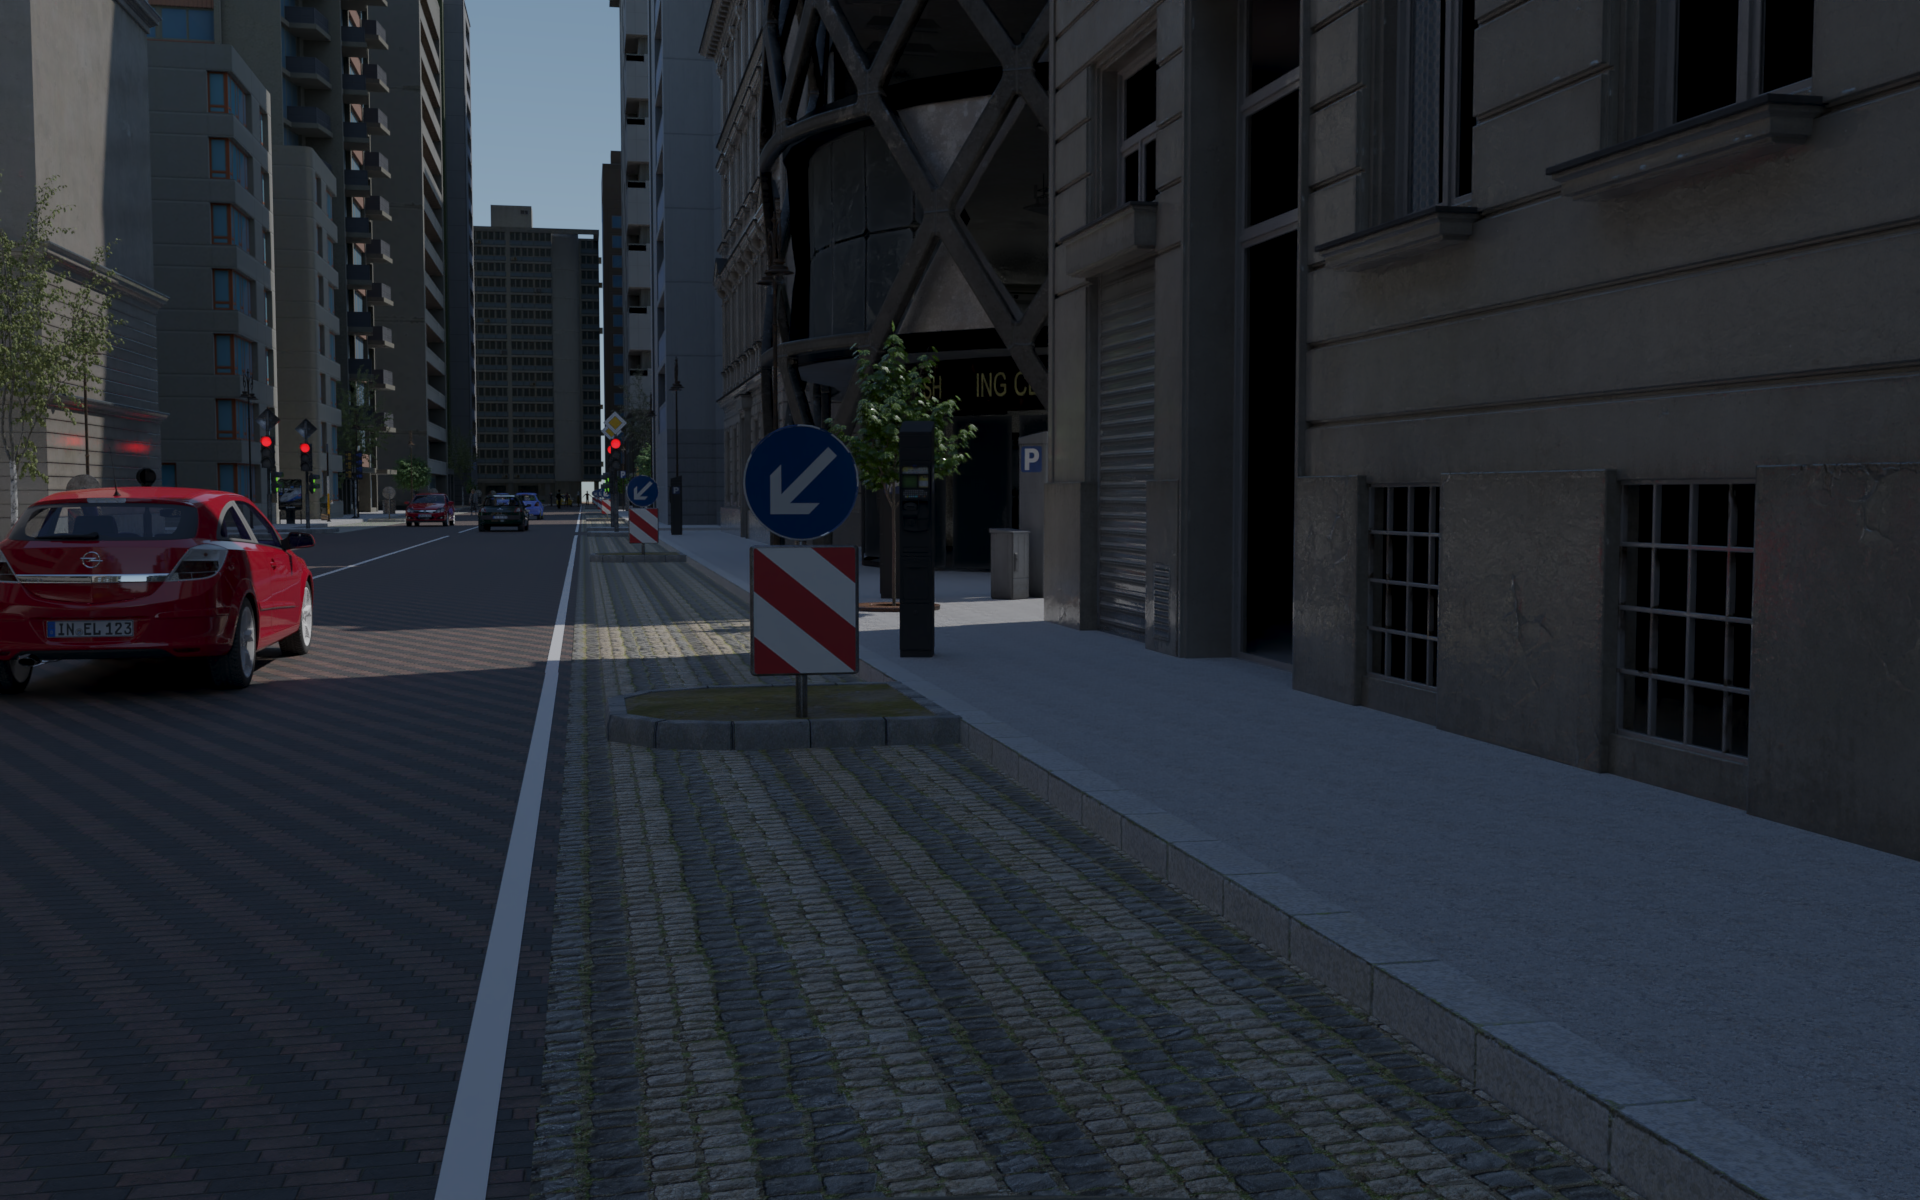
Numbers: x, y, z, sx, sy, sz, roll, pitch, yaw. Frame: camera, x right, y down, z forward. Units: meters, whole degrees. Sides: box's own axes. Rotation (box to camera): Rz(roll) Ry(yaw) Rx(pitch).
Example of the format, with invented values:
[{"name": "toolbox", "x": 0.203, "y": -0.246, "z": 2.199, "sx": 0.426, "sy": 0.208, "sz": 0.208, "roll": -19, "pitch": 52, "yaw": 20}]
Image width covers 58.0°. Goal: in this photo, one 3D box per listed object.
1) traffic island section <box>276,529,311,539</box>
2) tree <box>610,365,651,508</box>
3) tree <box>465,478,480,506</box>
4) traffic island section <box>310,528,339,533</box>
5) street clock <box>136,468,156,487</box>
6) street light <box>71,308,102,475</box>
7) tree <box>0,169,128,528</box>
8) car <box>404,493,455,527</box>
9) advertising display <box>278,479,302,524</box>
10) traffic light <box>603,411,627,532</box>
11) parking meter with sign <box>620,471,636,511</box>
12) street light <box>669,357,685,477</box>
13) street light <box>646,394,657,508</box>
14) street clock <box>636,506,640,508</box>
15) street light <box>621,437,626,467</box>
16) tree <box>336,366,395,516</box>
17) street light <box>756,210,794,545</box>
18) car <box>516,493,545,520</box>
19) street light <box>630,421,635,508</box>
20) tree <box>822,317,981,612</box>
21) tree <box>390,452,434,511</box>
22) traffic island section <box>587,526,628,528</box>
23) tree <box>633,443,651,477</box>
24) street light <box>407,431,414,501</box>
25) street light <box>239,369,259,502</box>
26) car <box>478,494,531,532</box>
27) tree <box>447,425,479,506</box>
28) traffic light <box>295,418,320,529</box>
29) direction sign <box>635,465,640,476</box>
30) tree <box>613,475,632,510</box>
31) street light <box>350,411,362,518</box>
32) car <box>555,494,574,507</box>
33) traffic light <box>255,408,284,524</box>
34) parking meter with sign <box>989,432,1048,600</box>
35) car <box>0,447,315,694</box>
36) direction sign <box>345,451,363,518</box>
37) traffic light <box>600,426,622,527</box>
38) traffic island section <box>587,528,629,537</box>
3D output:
[{"name": "traffic island section", "x": -22.546, "y": -2.096, "z": 56.548, "sx": 2.009, "sy": 0.180, "sz": 2.903, "roll": -1, "pitch": 4, "yaw": -12}, {"name": "tree", "x": -17.866, "y": -9.133, "z": 99.689, "sx": 4.360, "sy": 8.622, "sz": 3.978, "roll": 0, "pitch": 3, "yaw": 0}, {"name": "tree", "x": -53.542, "y": -11.908, "z": 189.295, "sx": 1.663, "sy": 3.219, "sz": 1.824, "roll": 0, "pitch": 3, "yaw": 0}, {"name": "traffic island section", "x": -24.243, "y": -2.573, "z": 64.352, "sx": 2.009, "sy": 0.180, "sz": 2.903, "roll": -1, "pitch": 4, "yaw": -12}, {"name": "street clock", "x": -22.867, "y": -2.700, "z": 48.714, "sx": 0.358, "sy": 2.002, "sz": 0.471, "roll": 3, "pitch": 5, "yaw": 42}, {"name": "street light", "x": -21.740, "y": -4.300, "z": 43.098, "sx": 0.468, "sy": 5.910, "sz": 1.993, "roll": -1, "pitch": 4, "yaw": -12}, {"name": "tree", "x": -21.261, "y": -5.436, "z": 39.233, "sx": 4.737, "sy": 8.622, "sz": 4.395, "roll": 0, "pitch": 3, "yaw": 0}, {"name": "car", "x": -23.824, "y": -4.212, "z": 77.913, "sx": 2.155, "sy": 1.783, "sz": 4.494, "roll": -1, "pitch": 4, "yaw": -11}, {"name": "advertising display", "x": -28.797, "y": -4.236, "z": 74.466, "sx": 0.974, "sy": 1.923, "sz": 0.123, "roll": -1, "pitch": 4, "yaw": -22}, {"name": "traffic light", "x": -11.699, "y": -4.273, "z": 58.780, "sx": 0.839, "sy": 4.253, "sz": 0.868, "roll": -1, "pitch": 4, "yaw": -12}, {"name": "parking meter with sign", "x": -24.959, "y": -8.243, "z": 131.031, "sx": 0.543, "sy": 3.016, "sz": 1.738, "roll": 2, "pitch": 4, "yaw": 25}, {"name": "street light", "x": -9.526, "y": -5.230, "z": 58.291, "sx": 0.468, "sy": 5.910, "sz": 1.993, "roll": -1, "pitch": 4, "yaw": -12}, {"name": "street light", "x": -14.009, "y": -6.477, "z": 78.682, "sx": 0.468, "sy": 5.910, "sz": 1.993, "roll": -1, "pitch": 4, "yaw": -12}, {"name": "street clock", "x": -19.552, "y": -6.150, "z": 105.125, "sx": 0.471, "sy": 2.002, "sz": 0.358, "roll": -3, "pitch": 5, "yaw": -41}, {"name": "street light", "x": -26.939, "y": -10.133, "z": 138.455, "sx": 0.468, "sy": 5.910, "sz": 1.993, "roll": -1, "pitch": 4, "yaw": -12}, {"name": "tree", "x": -34.607, "y": -9.100, "z": 99.153, "sx": 4.737, "sy": 8.622, "sz": 4.395, "roll": 0, "pitch": 3, "yaw": 0}, {"name": "street light", "x": -3.037, "y": -3.407, "z": 28.500, "sx": 0.468, "sy": 5.910, "sz": 1.993, "roll": -1, "pitch": 4, "yaw": -12}, {"name": "car", "x": -24.335, "y": -5.364, "z": 97.285, "sx": 1.945, "sy": 1.707, "sz": 3.694, "roll": -1, "pitch": 4, "yaw": -11}, {"name": "street light", "x": -20.503, "y": -8.308, "z": 108.626, "sx": 0.468, "sy": 5.910, "sz": 1.993, "roll": -1, "pitch": 4, "yaw": -12}, {"name": "tree", "x": -0.830, "y": -1.498, "z": 19.100, "sx": 1.663, "sy": 3.219, "sz": 1.824, "roll": 0, "pitch": 3, "yaw": 0}, {"name": "tree", "x": -42.667, "y": -9.242, "z": 134.818, "sx": 4.285, "sy": 4.588, "sz": 4.351, "roll": 0, "pitch": 3, "yaw": 0}, {"name": "traffic island section", "x": -13.354, "y": -2.717, "z": 66.706, "sx": 2.009, "sy": 0.180, "sz": 2.903, "roll": -1, "pitch": 4, "yaw": -12}, {"name": "tree", "x": -16.239, "y": -6.819, "z": 95.197, "sx": 4.285, "sy": 4.588, "sz": 4.351, "roll": 0, "pitch": 3, "yaw": 0}, {"name": "street light", "x": -39.324, "y": -9.259, "z": 124.165, "sx": 0.468, "sy": 5.910, "sz": 1.993, "roll": -1, "pitch": 4, "yaw": -12}, {"name": "street light", "x": -26.258, "y": -5.581, "z": 64.031, "sx": 0.468, "sy": 5.910, "sz": 1.993, "roll": -1, "pitch": 4, "yaw": -12}, {"name": "car", "x": -17.725, "y": -3.518, "z": 67.310, "sx": 2.009, "sy": 1.686, "sz": 4.222, "roll": -1, "pitch": 4, "yaw": -11}, {"name": "tree", "x": -53.093, "y": -14.316, "z": 184.425, "sx": 4.737, "sy": 8.622, "sz": 4.395, "roll": 0, "pitch": 3, "yaw": 0}, {"name": "traffic light", "x": -24.201, "y": -4.606, "z": 64.226, "sx": 0.839, "sy": 4.253, "sz": 0.868, "roll": -1, "pitch": 4, "yaw": -12}, {"name": "direction sign", "x": -25.120, "y": -8.797, "z": 135.834, "sx": 0.379, "sy": 3.537, "sz": 0.876, "roll": 2, "pitch": 4, "yaw": 32}, {"name": "tree", "x": -28.447, "y": -9.274, "z": 146.237, "sx": 1.663, "sy": 3.219, "sz": 1.824, "roll": 0, "pitch": 3, "yaw": 0}, {"name": "street light", "x": -32.850, "y": -7.436, "z": 94.370, "sx": 0.468, "sy": 5.910, "sz": 1.993, "roll": -1, "pitch": 4, "yaw": -12}, {"name": "car", "x": -44.060, "y": -11.173, "z": 192.899, "sx": 2.015, "sy": 1.641, "sz": 3.980, "roll": -1, "pitch": 4, "yaw": -12}, {"name": "traffic light", "x": -22.505, "y": -4.129, "z": 56.423, "sx": 0.839, "sy": 4.253, "sz": 0.868, "roll": -1, "pitch": 4, "yaw": -12}, {"name": "parking meter with sign", "x": 1.065, "y": -1.550, "z": 21.596, "sx": 0.543, "sy": 3.016, "sz": 1.738, "roll": 3, "pitch": 5, "yaw": 39}, {"name": "car", "x": -6.435, "y": -0.305, "z": 14.035, "sx": 2.155, "sy": 1.783, "sz": 4.494, "roll": -1, "pitch": 4, "yaw": -12}, {"name": "direction sign", "x": -31.914, "y": -6.069, "z": 91.220, "sx": 0.876, "sy": 3.537, "sz": 0.379, "roll": -2, "pitch": 4, "yaw": -29}, {"name": "traffic light", "x": -13.395, "y": -4.750, "z": 66.583, "sx": 0.839, "sy": 4.253, "sz": 0.868, "roll": -1, "pitch": 4, "yaw": -12}, {"name": "traffic island section", "x": -11.657, "y": -2.240, "z": 58.902, "sx": 2.009, "sy": 0.180, "sz": 2.903, "roll": -1, "pitch": 4, "yaw": -12}]
